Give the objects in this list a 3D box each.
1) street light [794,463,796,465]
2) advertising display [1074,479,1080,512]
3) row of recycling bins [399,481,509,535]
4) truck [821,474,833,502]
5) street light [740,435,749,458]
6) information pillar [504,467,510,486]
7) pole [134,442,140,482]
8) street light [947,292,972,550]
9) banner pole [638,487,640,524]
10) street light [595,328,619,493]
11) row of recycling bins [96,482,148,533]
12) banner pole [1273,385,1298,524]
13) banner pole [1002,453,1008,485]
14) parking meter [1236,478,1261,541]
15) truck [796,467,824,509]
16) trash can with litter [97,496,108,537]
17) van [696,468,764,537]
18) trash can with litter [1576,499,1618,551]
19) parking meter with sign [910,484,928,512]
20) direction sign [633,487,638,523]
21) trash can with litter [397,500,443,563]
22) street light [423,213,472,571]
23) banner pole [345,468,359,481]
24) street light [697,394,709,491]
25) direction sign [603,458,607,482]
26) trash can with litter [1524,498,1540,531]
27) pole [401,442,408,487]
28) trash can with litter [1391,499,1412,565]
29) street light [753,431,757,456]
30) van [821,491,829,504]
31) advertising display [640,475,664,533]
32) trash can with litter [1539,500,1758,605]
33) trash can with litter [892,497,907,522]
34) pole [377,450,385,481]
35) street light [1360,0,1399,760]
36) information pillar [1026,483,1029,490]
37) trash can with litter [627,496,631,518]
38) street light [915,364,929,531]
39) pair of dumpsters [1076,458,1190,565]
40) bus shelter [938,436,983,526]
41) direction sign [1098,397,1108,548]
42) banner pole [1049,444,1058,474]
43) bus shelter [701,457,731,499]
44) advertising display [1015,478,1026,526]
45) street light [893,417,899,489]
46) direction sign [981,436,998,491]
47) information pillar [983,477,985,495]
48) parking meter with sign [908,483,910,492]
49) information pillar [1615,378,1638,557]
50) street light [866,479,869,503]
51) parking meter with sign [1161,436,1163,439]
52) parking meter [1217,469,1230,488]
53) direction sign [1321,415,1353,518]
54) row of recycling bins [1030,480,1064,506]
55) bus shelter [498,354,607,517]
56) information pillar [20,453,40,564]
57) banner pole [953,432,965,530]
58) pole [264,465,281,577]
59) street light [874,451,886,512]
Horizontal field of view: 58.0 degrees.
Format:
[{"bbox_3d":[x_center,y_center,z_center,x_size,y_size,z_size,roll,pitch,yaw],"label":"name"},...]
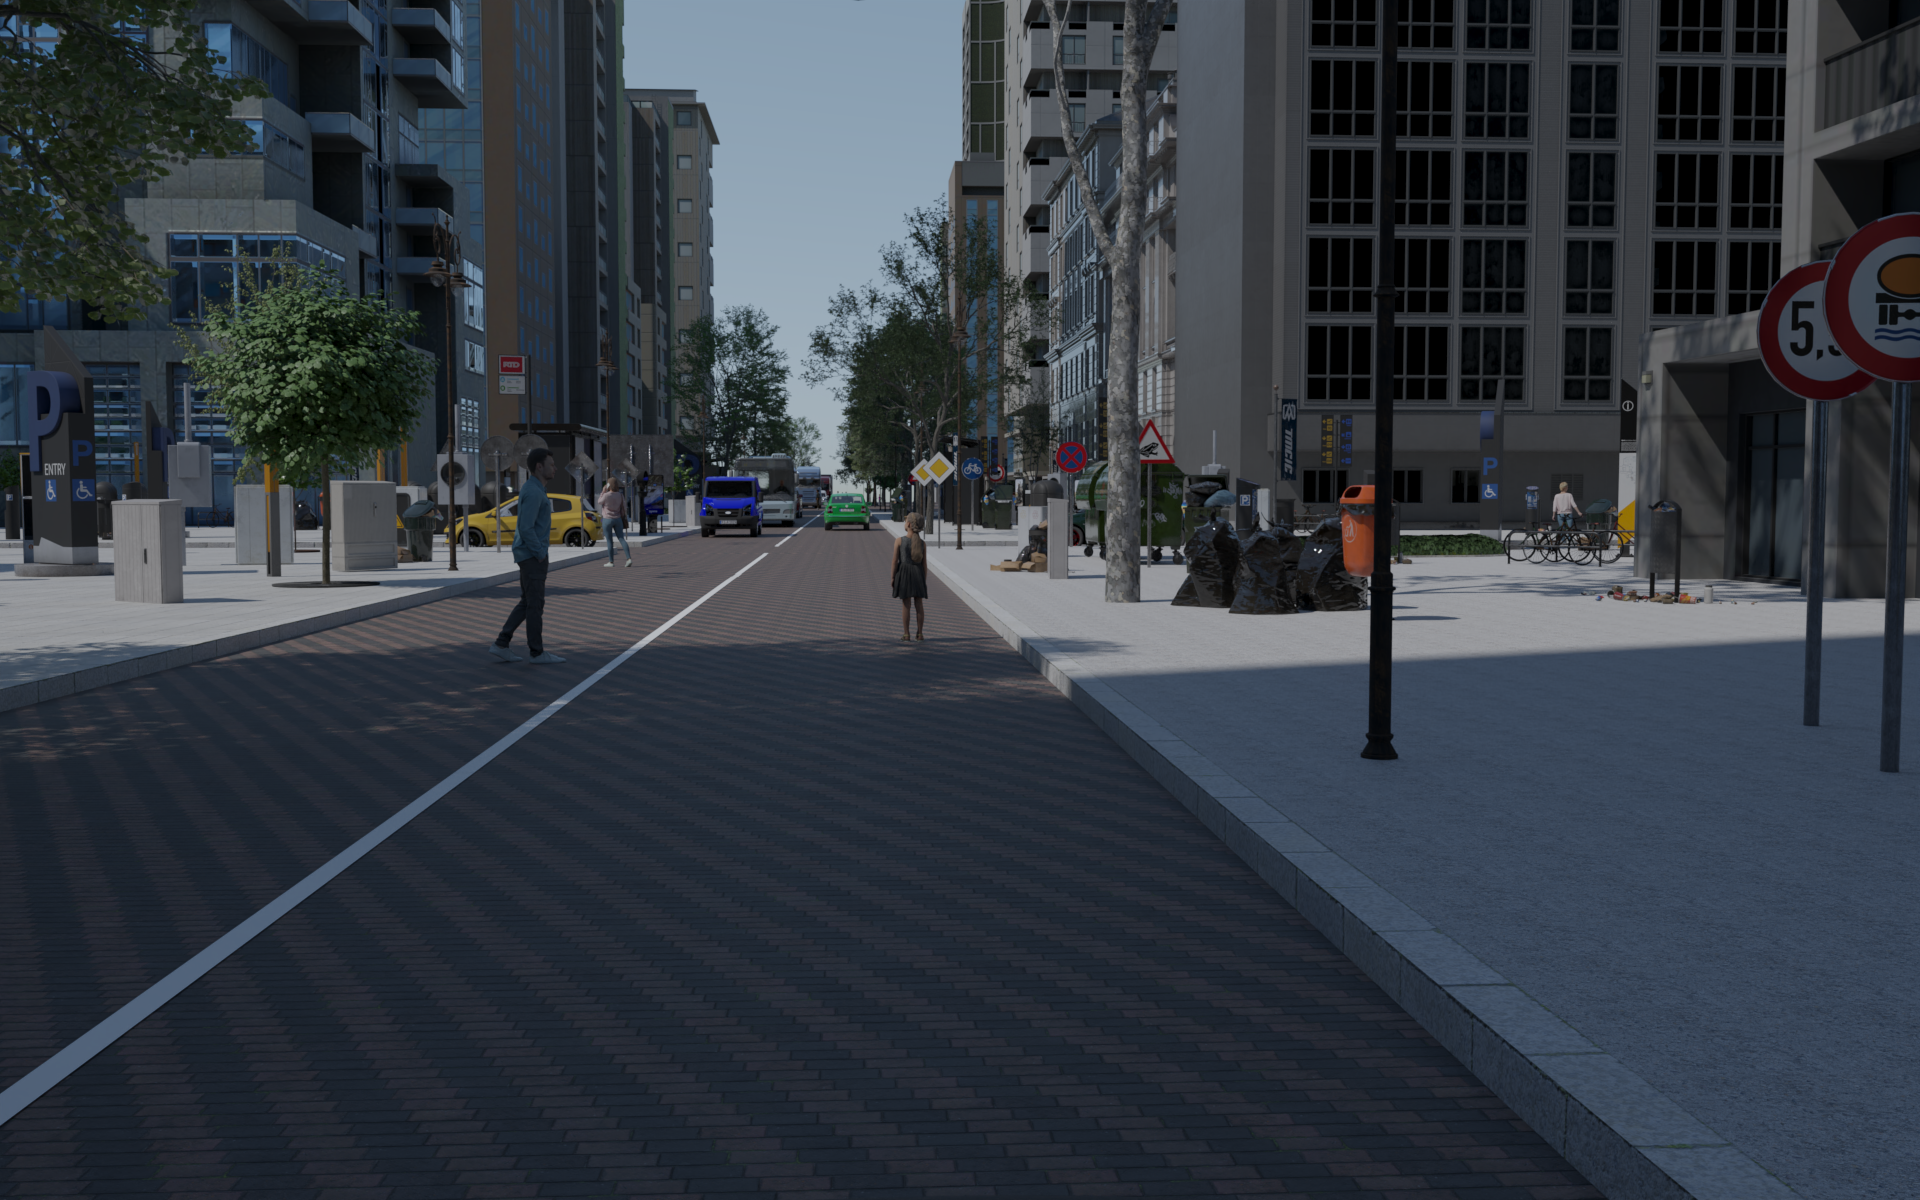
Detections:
[{"bbox_3d":[-19.959,-14.404,208.288,0.468,5.910,1.993,0,4,-4],"label":"street light"},{"bbox_3d":[5.321,-4.203,73.941,0.974,1.923,0.123,2,4,31],"label":"advertising display"},{"bbox_3d":[-16.086,-2.937,55.139,3.534,1.692,1.069,-3,4,-36],"label":"row of recycling bins"},{"bbox_3d":[-19.643,-15.866,248.315,2.839,4.237,11.283,0,4,-2],"label":"truck"},{"bbox_3d":[-13.875,-8.483,111.477,0.468,5.910,1.993,0,4,-4],"label":"street light"},{"bbox_3d":[-22.511,-5.799,86.176,0.183,3.616,0.504,1,4,12],"label":"information pillar"},{"bbox_3d":[-32.223,-4.525,67.829,0.158,3.312,0.155,0,3,0],"label":"pole"},{"bbox_3d":[-0.012,-4.097,39.773,0.468,5.910,1.993,0,4,-4],"label":"street light"},{"bbox_3d":[-13.452,-5.115,73.646,0.863,3.779,0.401,-3,4,-38],"label":"banner pole"},{"bbox_3d":[-9.835,-4.625,48.406,0.468,5.910,1.993,0,4,-4],"label":"street light"},{"bbox_3d":[-28.724,-3.071,57.326,3.534,1.692,1.069,-1,4,-9],"label":"row of recycling bins"},{"bbox_3d":[7.445,-3.051,39.896,0.863,3.779,0.401,-2,4,-29],"label":"banner pole"},{"bbox_3d":[2.748,-7.123,106.477,0.401,3.779,0.863,2,4,27],"label":"banner pole"},{"bbox_3d":[4.424,-1.113,26.614,0.372,1.533,0.369,0,3,0],"label":"parking meter"},{"bbox_3d":[-15.266,-11.356,175.431,2.967,4.110,18.799,0,4,-4],"label":"truck"},{"bbox_3d":[-26.050,-2.530,52.420,1.678,1.210,2.233,-2,4,-32],"label":"trash can with litter"},{"bbox_3d":[-7.773,-3.347,59.104,2.240,2.365,5.245,0,4,-4],"label":"van"},{"bbox_3d":[14.464,-1.711,39.362,0.624,1.170,1.055,3,5,43],"label":"trash can with litter"},{"bbox_3d":[-2.067,-6.850,108.262,1.738,3.016,0.543,1,4,10],"label":"parking meter with sign"},{"bbox_3d":[-14.564,-5.228,77.481,0.379,3.537,0.876,3,5,43],"label":"direction sign"},{"bbox_3d":[-10.269,-1.295,32.565,0.624,1.170,1.055,1,4,20],"label":"trash can with litter"},{"bbox_3d":[-8.479,-3.426,28.802,0.468,5.910,1.993,0,4,-4],"label":"street light"},{"bbox_3d":[-23.238,-4.654,66.114,0.401,3.779,0.863,2,4,28],"label":"banner pole"},{"bbox_3d":[-11.810,-6.553,79.928,0.468,5.910,1.993,0,4,-4],"label":"street light"},{"bbox_3d":[-22.239,-7.194,109.626,0.379,3.537,0.876,3,5,41],"label":"direction sign"},{"bbox_3d":[19.582,-2.931,58.984,1.678,1.210,2.233,0,4,-3],"label":"trash can with litter"},{"bbox_3d":[-15.154,-3.266,47.249,0.158,3.312,0.155,0,3,0],"label":"pole"},{"bbox_3d":[7.426,-1.275,31.901,2.233,1.210,1.678,0,4,-4],"label":"trash can with litter"},{"bbox_3d":[-14.709,-9.292,124.719,0.468,5.910,1.993,0,4,-4],"label":"street light"},{"bbox_3d":[-17.007,-12.469,210.882,2.013,2.044,4.112,0,4,-4],"label":"van"},{"bbox_3d":[-10.141,-3.170,57.043,0.123,1.923,0.974,3,4,37],"label":"advertising display"},{"bbox_3d":[8.415,-0.608,20.995,1.678,1.210,2.233,-1,4,-11],"label":"trash can with litter"},{"bbox_3d":[-2.558,-4.105,78.506,1.055,1.170,0.624,1,4,20],"label":"trash can with litter"},{"bbox_3d":[-16.556,-3.406,49.532,0.158,3.312,0.155,0,3,0],"label":"pole"},{"bbox_3d":[2.042,-2.169,8.256,0.468,5.910,1.993,0,4,-4],"label":"street light"},{"bbox_3d":[4.501,-6.954,118.195,0.304,2.012,0.304,2,4,25],"label":"information pillar"},{"bbox_3d":[-17.229,-4.947,92.273,1.055,1.170,0.624,2,4,30],"label":"trash can with litter"},{"bbox_3d":[-1.333,-5.338,60.057,0.468,5.910,1.993,0,4,-4],"label":"street light"},{"bbox_3d":[3.281,-1.878,33.204,1.574,2.255,4.437,0,4,-4],"label":"pair of dumpsters"},{"bbox_3d":[-0.015,-4.993,72.922,1.731,3.624,6.357,0,4,-4],"label":"bus shelter"},{"bbox_3d":[3.544,-2.979,40.705,0.876,3.537,0.379,-3,5,-42],"label":"direction sign"},{"bbox_3d":[4.701,-5.942,87.167,0.401,3.779,0.863,3,5,43],"label":"banner pole"},{"bbox_3d":[-15.966,-7.446,113.031,1.731,3.624,6.357,0,4,-4],"label":"bus shelter"},{"bbox_3d":[2.439,-3.974,70.182,0.123,1.923,0.974,-1,4,-17],"label":"advertising display"},{"bbox_3d":[-3.400,-7.277,91.766,0.468,5.910,1.993,0,4,-4],"label":"street light"},{"bbox_3d":[1.149,-4.647,67.981,0.876,3.537,0.379,-3,5,-40],"label":"direction sign"},{"bbox_3d":[0.937,-4.302,74.825,0.304,2.012,0.304,0,4,4],"label":"information pillar"},{"bbox_3d":[-3.769,-7.811,123.964,1.738,3.016,0.543,0,4,4],"label":"parking meter with sign"},{"bbox_3d":[13.571,-2.671,35.022,0.504,3.616,0.183,2,4,26],"label":"information pillar"},{"bbox_3d":[-10.302,-13.847,199.186,0.468,5.910,1.993,0,4,-4],"label":"street light"},{"bbox_3d":[5.155,-3.385,51.604,1.738,3.016,0.543,-2,4,-29],"label":"parking meter with sign"},{"bbox_3d":[6.000,-2.067,39.512,0.255,1.863,0.399,1,4,15],"label":"parking meter"},{"bbox_3d":[10.760,-3.519,49.539,0.876,3.537,0.379,0,4,4],"label":"direction sign"},{"bbox_3d":[2.604,-2.755,52.154,1.069,1.692,3.534,0,4,2],"label":"row of recycling bins"},{"bbox_3d":[-12.362,-4.589,52.658,2.179,5.291,8.768,0,4,-4],"label":"bus shelter"},{"bbox_3d":[-16.649,-1.631,31.157,0.304,2.012,0.304,0,4,3],"label":"information pillar"},{"bbox_3d":[-0.098,-4.389,61.778,0.401,3.779,0.863,-1,4,-22],"label":"banner pole"},{"bbox_3d":[-10.657,-2.016,26.805,0.158,3.312,0.155,0,3,0],"label":"pole"},{"bbox_3d":[-6.253,-9.969,135.780,0.468,5.910,1.993,0,4,-4],"label":"street light"}]
